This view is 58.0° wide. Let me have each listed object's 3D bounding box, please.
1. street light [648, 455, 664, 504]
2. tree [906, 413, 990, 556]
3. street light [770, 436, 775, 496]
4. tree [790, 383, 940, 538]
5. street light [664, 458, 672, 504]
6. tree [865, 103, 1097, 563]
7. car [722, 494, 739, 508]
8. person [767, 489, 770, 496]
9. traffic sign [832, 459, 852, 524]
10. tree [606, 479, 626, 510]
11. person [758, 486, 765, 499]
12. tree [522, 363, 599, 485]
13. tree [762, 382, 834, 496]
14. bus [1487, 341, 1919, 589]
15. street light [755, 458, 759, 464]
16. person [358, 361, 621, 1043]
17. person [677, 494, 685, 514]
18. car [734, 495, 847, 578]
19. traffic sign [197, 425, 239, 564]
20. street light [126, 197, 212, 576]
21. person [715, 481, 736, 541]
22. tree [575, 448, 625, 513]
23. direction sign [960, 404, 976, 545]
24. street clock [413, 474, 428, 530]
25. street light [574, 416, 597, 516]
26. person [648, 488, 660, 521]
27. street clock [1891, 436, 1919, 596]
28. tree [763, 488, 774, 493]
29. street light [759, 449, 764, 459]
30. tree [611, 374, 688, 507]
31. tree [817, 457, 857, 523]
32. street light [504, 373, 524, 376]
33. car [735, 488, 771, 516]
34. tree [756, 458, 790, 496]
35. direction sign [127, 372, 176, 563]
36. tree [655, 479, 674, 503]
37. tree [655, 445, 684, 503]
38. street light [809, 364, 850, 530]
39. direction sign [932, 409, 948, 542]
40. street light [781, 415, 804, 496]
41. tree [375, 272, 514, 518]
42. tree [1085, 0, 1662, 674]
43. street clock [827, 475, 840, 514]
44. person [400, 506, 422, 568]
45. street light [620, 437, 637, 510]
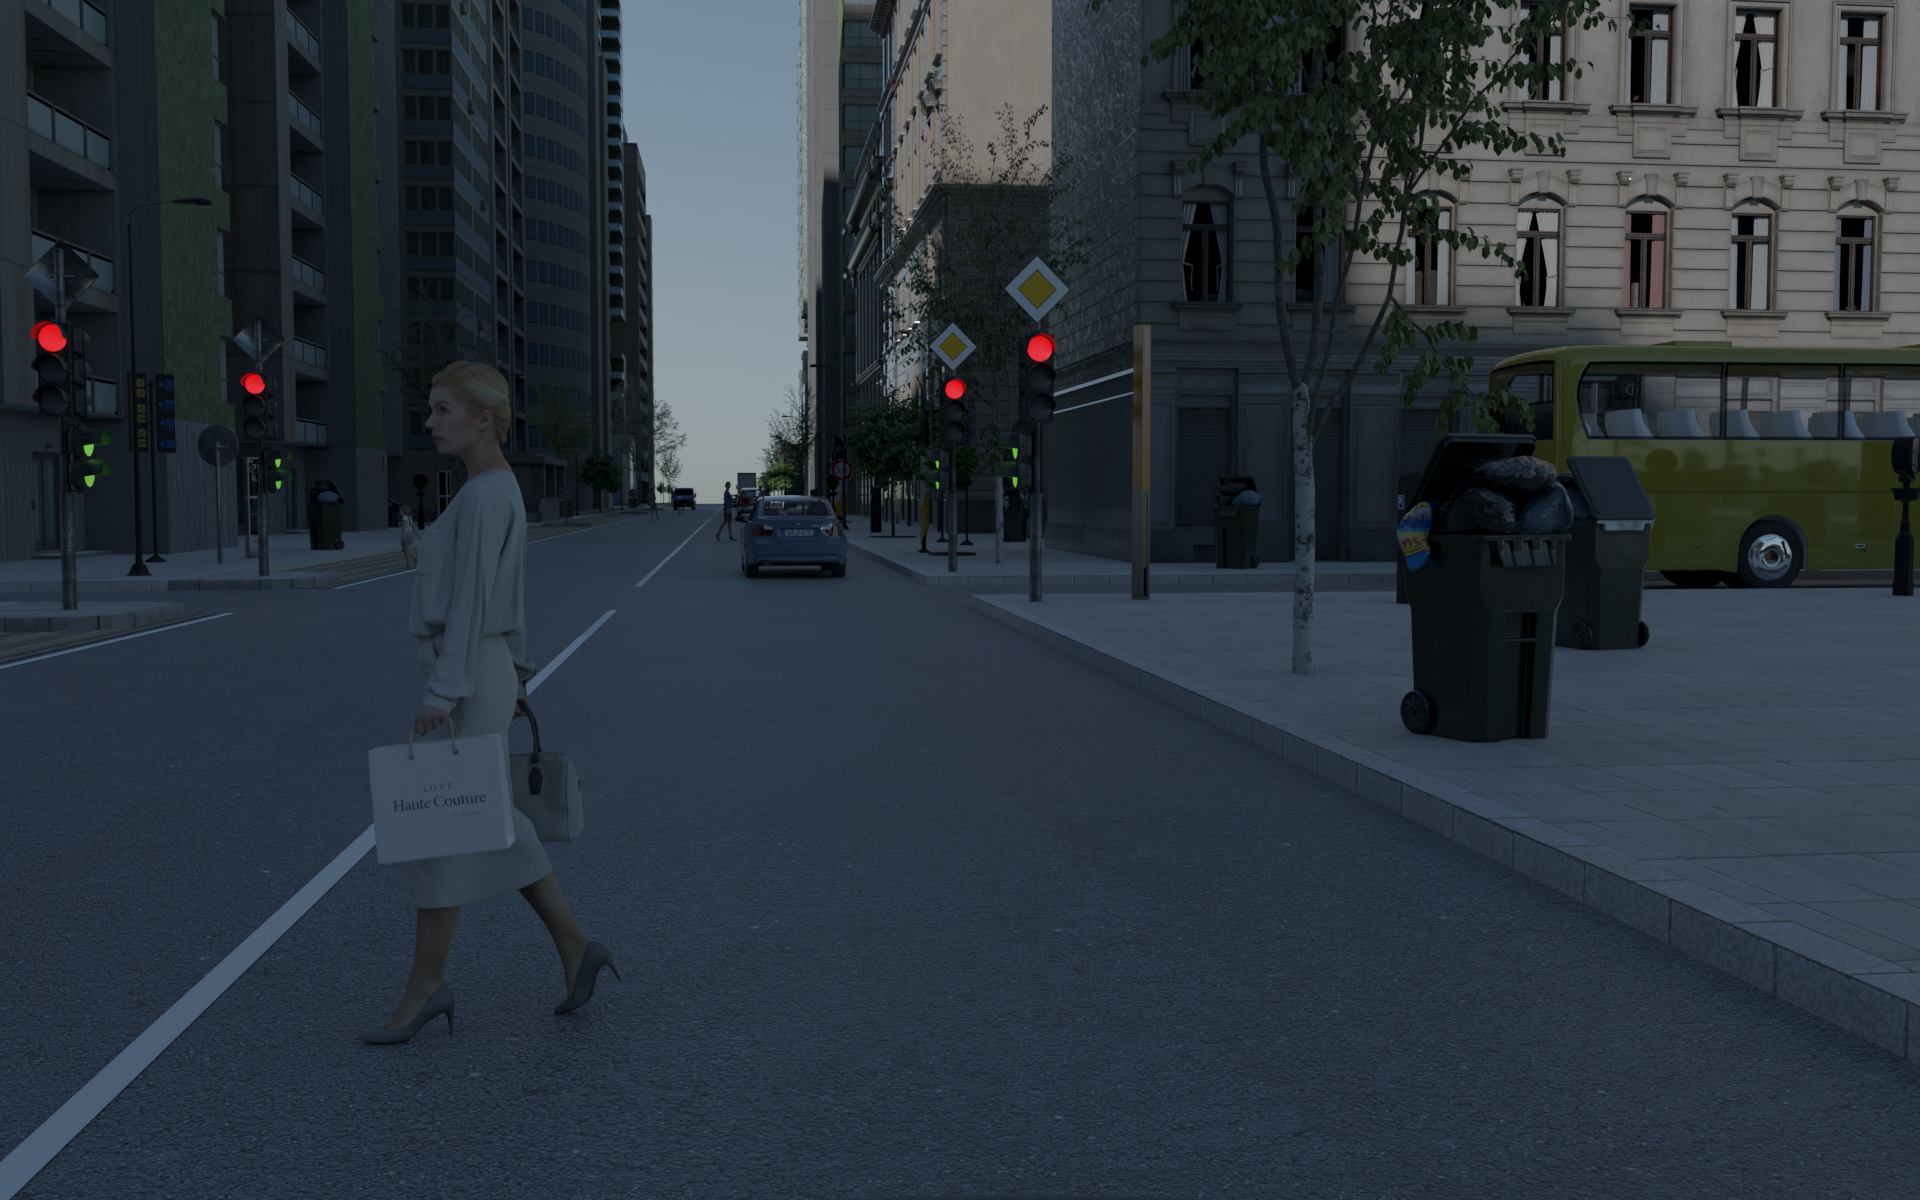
[{"bbox_3d":[-32.857,-13.050,185.904,1.470,5.913,1.316,0,4,-7],"label":"street light"},{"bbox_3d":[-0.180,-2.564,36.527,1.663,3.219,1.824,0,3,0],"label":"tree"},{"bbox_3d":[-14.541,-10.165,138.733,1.470,5.913,1.316,0,4,-7],"label":"street light"},{"bbox_3d":[-1.955,-4.144,51.462,4.285,4.588,4.351,0,3,0],"label":"tree"},{"bbox_3d":[-38.089,-15.482,225.664,1.470,5.913,1.316,0,4,-7],"label":"street light"},{"bbox_3d":[0.499,-4.985,31.873,4.360,8.622,3.978,0,3,0],"label":"tree"},{"bbox_3d":[-20.694,-9.073,158.132,2.009,1.686,4.222,-1,4,-8],"label":"car"},{"bbox_3d":[-13.768,-7.125,124.936,0.705,1.831,1.348,0,4,-1],"label":"person"},{"bbox_3d":[-4.330,-3.885,63.628,0.768,2.556,0.104,0,4,-4],"label":"traffic sign"},{"bbox_3d":[-27.808,-8.791,138.326,1.663,3.219,1.824,0,3,0],"label":"tree"},{"bbox_3d":[-10.531,-5.118,92.036,0.748,1.841,0.638,3,5,41],"label":"person"},{"bbox_3d":[-22.662,-9.052,98.358,4.737,8.622,4.395,0,3,0],"label":"tree"},{"bbox_3d":[-10.428,-9.949,113.035,4.360,8.622,3.978,0,3,0],"label":"tree"},{"bbox_3d":[14.358,-2.129,26.359,12.252,3.916,2.896,0,4,-6],"label":"bus"},{"bbox_3d":[-25.269,-15.264,222.107,1.470,5.913,1.316,0,4,-7],"label":"street light"},{"bbox_3d":[-1.248,0.261,4.587,0.624,1.780,0.694,0,4,3],"label":"person"},{"bbox_3d":[-20.005,-6.859,123.835,0.799,1.438,0.628,1,4,19],"label":"person"},{"bbox_3d":[-3.025,-1.166,31.074,2.014,1.417,4.499,-1,4,-8],"label":"car"},{"bbox_3d":[-13.656,-1.944,31.884,0.768,2.556,0.104,0,4,2],"label":"traffic sign"},{"bbox_3d":[-12.390,-3.341,27.162,1.470,5.913,1.316,0,4,-7],"label":"street light"},{"bbox_3d":[-7.206,-2.744,53.389,0.654,1.822,0.581,1,4,14],"label":"person"},{"bbox_3d":[-25.074,-8.389,120.881,4.285,4.588,4.351,0,3,0],"label":"tree"},{"bbox_3d":[0.177,-3.148,43.473,0.379,3.537,0.876,2,4,27],"label":"direction sign"},{"bbox_3d":[-19.425,-3.538,62.414,0.471,2.002,0.358,0,4,-1],"label":"street clock"},{"bbox_3d":[-22.182,-7.961,102.706,1.470,5.913,1.316,0,4,-7],"label":"street light"},{"bbox_3d":[-16.563,-5.188,93.658,0.599,1.781,0.374,1,4,15],"label":"person"},{"bbox_3d":[11.921,-1.056,21.836,0.471,2.002,0.358,-3,5,-42],"label":"street clock"},{"bbox_3d":[-26.948,-15.156,242.404,1.663,3.219,1.824,0,3,0],"label":"tree"},{"bbox_3d":[-19.764,-12.622,178.911,1.470,5.913,1.316,0,4,-7],"label":"street light"},{"bbox_3d":[-32.824,-16.253,176.100,12.009,13.543,11.850,0,3,0],"label":"tree"},{"bbox_3d":[-5.324,-5.106,78.088,1.663,3.219,1.824,0,3,0],"label":"tree"},{"bbox_3d":[-17.383,-5.744,66.448,1.470,5.913,1.316,0,4,-7],"label":"street light"},{"bbox_3d":[-12.844,-6.046,107.533,2.281,1.827,5.304,0,4,-8],"label":"car"},{"bbox_3d":[-15.948,-10.512,155.583,4.285,4.588,4.351,0,3,0],"label":"tree"},{"bbox_3d":[-15.152,-2.479,32.531,0.379,3.537,0.876,3,4,38],"label":"direction sign"},{"bbox_3d":[-38.130,-13.890,221.708,1.663,3.219,1.824,0,3,0],"label":"tree"},{"bbox_3d":[-41.466,-18.149,247.091,4.737,8.622,4.395,0,3,0],"label":"tree"},{"bbox_3d":[-4.686,-5.473,62.032,1.470,5.913,1.316,0,4,-7],"label":"street light"},{"bbox_3d":[-0.468,-3.304,46.012,0.379,3.537,0.876,-3,4,-36],"label":"direction sign"},{"bbox_3d":[-9.843,-7.940,102.360,1.470,5.913,1.316,0,4,-7],"label":"street light"},{"bbox_3d":[-17.350,-6.605,58.362,4.360,8.622,3.978,0,3,0],"label":"tree"},{"bbox_3d":[2.539,-3.766,11.930,4.737,8.622,4.395,0,3,0],"label":"tree"},{"bbox_3d":[-4.758,-3.697,65.009,0.471,2.002,0.358,-1,4,-9],"label":"street clock"},{"bbox_3d":[-10.555,-1.203,33.186,0.382,1.210,0.505,0,4,-2],"label":"person"},{"bbox_3d":[-27.189,-10.364,141.990,1.470,5.913,1.316,0,4,-7],"label":"street light"}]
